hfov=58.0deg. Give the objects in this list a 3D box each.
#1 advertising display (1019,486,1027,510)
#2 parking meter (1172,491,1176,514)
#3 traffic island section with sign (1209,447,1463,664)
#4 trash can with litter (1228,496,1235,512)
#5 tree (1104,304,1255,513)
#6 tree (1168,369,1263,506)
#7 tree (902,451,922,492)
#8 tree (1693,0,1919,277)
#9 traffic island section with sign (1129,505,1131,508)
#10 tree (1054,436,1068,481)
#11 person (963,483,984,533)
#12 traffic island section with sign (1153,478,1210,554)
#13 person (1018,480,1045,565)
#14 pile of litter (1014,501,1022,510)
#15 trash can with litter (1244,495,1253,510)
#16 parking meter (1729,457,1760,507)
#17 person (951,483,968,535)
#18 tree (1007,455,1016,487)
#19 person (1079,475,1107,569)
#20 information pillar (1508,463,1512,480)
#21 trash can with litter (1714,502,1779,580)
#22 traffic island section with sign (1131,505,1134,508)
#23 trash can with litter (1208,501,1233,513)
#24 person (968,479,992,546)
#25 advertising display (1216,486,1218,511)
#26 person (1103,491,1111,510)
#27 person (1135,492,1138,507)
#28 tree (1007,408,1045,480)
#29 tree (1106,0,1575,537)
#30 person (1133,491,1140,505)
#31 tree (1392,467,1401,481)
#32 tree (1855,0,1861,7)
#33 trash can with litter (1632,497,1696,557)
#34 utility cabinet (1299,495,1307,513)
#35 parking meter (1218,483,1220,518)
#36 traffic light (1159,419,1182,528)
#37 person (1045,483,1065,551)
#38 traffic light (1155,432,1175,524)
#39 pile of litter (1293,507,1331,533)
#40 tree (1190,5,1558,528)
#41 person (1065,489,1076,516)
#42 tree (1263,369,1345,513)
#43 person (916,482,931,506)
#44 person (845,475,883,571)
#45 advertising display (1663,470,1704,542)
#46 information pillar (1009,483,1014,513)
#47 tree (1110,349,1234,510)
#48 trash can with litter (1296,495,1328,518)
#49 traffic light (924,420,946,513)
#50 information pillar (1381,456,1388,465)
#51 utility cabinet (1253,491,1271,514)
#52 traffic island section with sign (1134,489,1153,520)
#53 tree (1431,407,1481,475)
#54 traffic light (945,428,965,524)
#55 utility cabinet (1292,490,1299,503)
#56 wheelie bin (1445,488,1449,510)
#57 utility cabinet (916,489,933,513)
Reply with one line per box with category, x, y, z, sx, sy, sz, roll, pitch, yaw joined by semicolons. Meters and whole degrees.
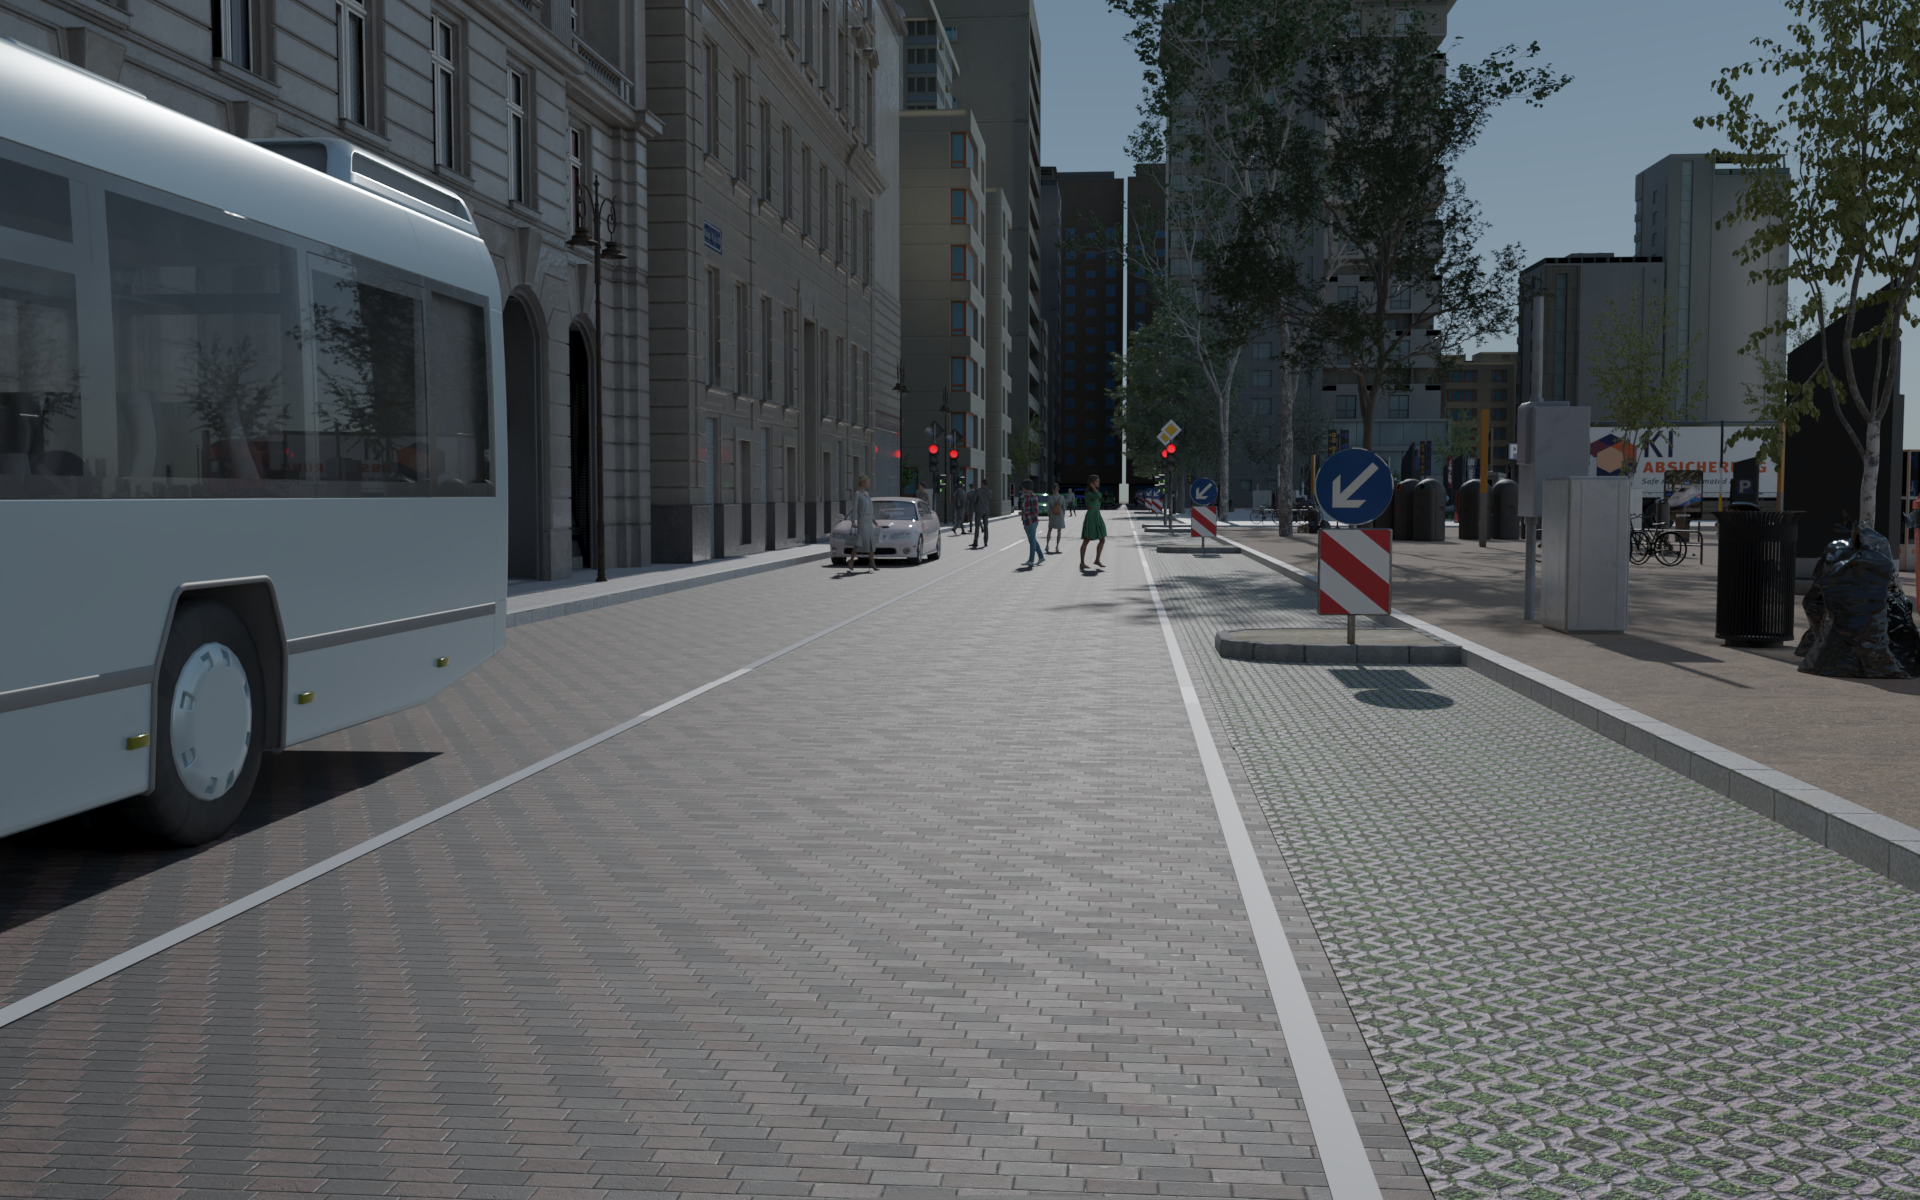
advertising display;5.126;-7.958;135.332;0.974;1.923;0.123;1;4;10
parking meter;13.838;-6.357;112.353;0.372;1.533;0.369;0;3;0
traffic island section with sign;3.314;-0.421;15.510;1.989;1.847;2.006;0;4;5
trash can with litter;19.467;-6.910;124.369;0.624;1.170;1.055;-1;4;-14
tree;14.558;-12.724;114.691;9.857;13.997;8.962;0;3;0
tree;14.764;-9.293;102.302;4.360;8.622;3.978;0;3;0
tree;-2.564;-4.453;67.413;1.663;3.219;1.824;0;3;0
tree;9.488;-4.124;17.794;4.737;8.622;4.395;0;3;0
traffic island section with sign;18.209;-10.172;174.946;1.989;1.847;2.006;0;4;5
tree;10.870;-15.800;208.696;4.360;8.622;3.978;0;3;0
person;0.506;-3.404;64.112;0.622;1.834;0.822;-2;4;-31
traffic island section with sign;5.813;-2.062;42.350;1.989;1.847;2.006;0;4;5
person;1.452;-1.558;34.814;0.643;1.720;0.563;-1;4;-11
pile of litter;4.534;-7.553;137.457;1.176;0.858;1.719;3;4;38
trash can with litter;23.099;-7.741;137.623;1.678;1.210;2.233;2;4;35
parking meter;12.102;-1.287;26.747;0.399;1.863;0.255;2;4;28
person;0.015;-3.216;61.176;0.850;1.850;0.679;-3;5;-40
tree;2.037;-8.040;115.163;4.285;4.588;4.351;0;3;0
person;2.553;-1.503;33.315;0.529;1.795;0.600;1;4;21
information pillar;41.811;-8.585;131.717;0.183;3.616;0.504;-1;4;-16
trash can with litter;11.655;-0.866;25.546;1.055;1.170;0.624;-3;5;-40
traffic island section with sign;13.533;-7.109;124.861;1.989;1.847;2.006;0;4;5
trash can with litter;17.427;-6.530;117.829;2.233;1.210;1.678;1;4;8
person;0.548;-2.401;47.566;0.655;1.846;0.447;-2;4;-26
advertising display;19.814;-7.831;133.258;0.123;1.923;0.974;0;4;3
person;13.221;-8.994;156.377;0.721;1.723;1.217;3;5;40
person;19.019;-10.892;187.521;0.436;1.711;0.756;1;4;13
tree;5.343;-11.991;146.409;4.737;8.622;4.395;0;3;0
tree;10.628;-11.912;50.643;12.611;20.169;13.585;0;3;0
person;21.612;-12.418;211.665;1.348;1.807;0.705;-3;4;-38
tree;31.628;-8.003;125.457;1.663;3.219;1.824;0;3;0
tree;5.669;-3.505;7.670;4.360;8.622;3.978;0;3;0
trash can with litter;14.425;-1.530;36.067;1.678;1.210;2.233;2;4;35
utility cabinet;22.026;-6.190;112.364;1.020;1.237;0.306;-2;4;-29
parking meter;14.317;-5.443;94.699;0.399;1.863;0.255;-1;4;-9
traffic light;7.912;-4.662;65.147;0.839;4.253;0.868;0;4;5
person;2.421;-2.097;43.788;0.512;1.701;0.522;0;4;-7
traffic light;8.655;-5.148;73.097;0.839;4.253;0.868;0;4;5
pile of litter;11.551;-2.615;56.720;1.719;0.858;1.176;2;4;28
tree;7.842;-6.101;34.165;7.601;10.594;8.767;-2;4;-29
person;7.064;-6.258;111.310;0.782;1.767;0.515;2;4;35
tree;20.551;-9.311;102.596;4.360;8.622;3.978;0;3;0
person;-1.184;-2.562;50.730;0.599;1.781;0.374;2;4;29
person;-1.811;-1.442;32.429;0.624;1.780;0.694;3;5;44
advertising display;19.307;-2.510;46.258;0.974;1.923;0.123;1;4;11
information pillar;3.514;-6.911;117.483;0.304;2.012;0.304;-1;4;-10
tree;17.534;-14.204;142.599;12.009;13.543;11.850;0;3;0
trash can with litter;18.907;-5.085;94.195;2.233;1.210;1.678;1;4;13
traffic light;-0.962;-4.712;65.957;0.839;4.253;0.868;0;4;5
information pillar;26.055;-7.031;106.317;0.504;3.616;0.183;1;4;20
utility cabinet;19.549;-6.328;112.134;1.173;1.500;0.318;1;4;11
traffic island section with sign;10.991;-5.448;97.699;1.989;1.847;2.006;0;4;5
tree;40.670;-11.729;142.138;4.737;8.622;4.395;0;3;0
traffic light;-0.220;-5.198;73.907;0.839;4.253;0.868;0;4;5
utility cabinet;18.723;-5.497;98.562;0.318;1.500;1.173;-3;5;-45
wheelie bin;24.606;-4.964;89.068;0.980;1.594;0.693;0;4;6
utility cabinet;-1.487;-4.006;74.170;0.318;1.500;1.173;2;4;26
